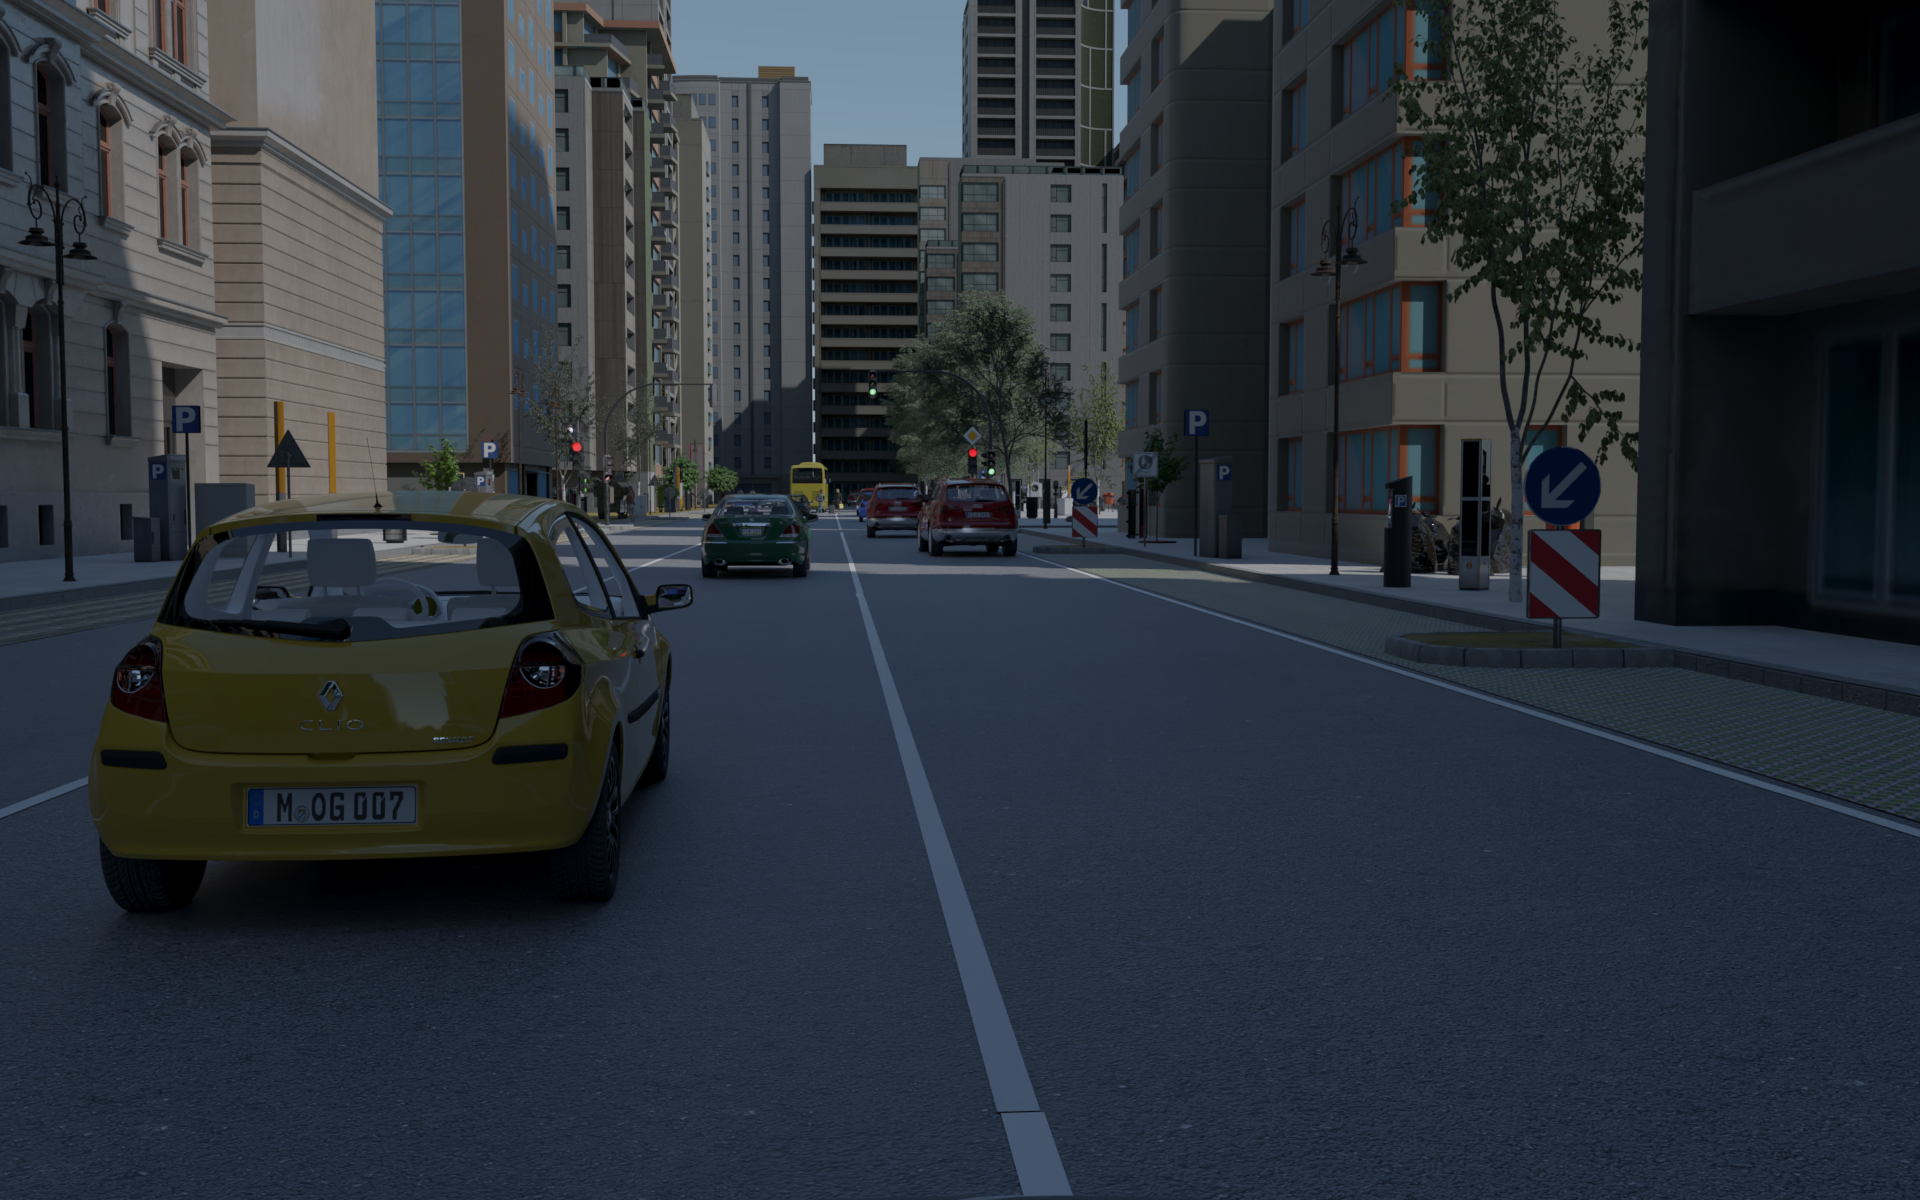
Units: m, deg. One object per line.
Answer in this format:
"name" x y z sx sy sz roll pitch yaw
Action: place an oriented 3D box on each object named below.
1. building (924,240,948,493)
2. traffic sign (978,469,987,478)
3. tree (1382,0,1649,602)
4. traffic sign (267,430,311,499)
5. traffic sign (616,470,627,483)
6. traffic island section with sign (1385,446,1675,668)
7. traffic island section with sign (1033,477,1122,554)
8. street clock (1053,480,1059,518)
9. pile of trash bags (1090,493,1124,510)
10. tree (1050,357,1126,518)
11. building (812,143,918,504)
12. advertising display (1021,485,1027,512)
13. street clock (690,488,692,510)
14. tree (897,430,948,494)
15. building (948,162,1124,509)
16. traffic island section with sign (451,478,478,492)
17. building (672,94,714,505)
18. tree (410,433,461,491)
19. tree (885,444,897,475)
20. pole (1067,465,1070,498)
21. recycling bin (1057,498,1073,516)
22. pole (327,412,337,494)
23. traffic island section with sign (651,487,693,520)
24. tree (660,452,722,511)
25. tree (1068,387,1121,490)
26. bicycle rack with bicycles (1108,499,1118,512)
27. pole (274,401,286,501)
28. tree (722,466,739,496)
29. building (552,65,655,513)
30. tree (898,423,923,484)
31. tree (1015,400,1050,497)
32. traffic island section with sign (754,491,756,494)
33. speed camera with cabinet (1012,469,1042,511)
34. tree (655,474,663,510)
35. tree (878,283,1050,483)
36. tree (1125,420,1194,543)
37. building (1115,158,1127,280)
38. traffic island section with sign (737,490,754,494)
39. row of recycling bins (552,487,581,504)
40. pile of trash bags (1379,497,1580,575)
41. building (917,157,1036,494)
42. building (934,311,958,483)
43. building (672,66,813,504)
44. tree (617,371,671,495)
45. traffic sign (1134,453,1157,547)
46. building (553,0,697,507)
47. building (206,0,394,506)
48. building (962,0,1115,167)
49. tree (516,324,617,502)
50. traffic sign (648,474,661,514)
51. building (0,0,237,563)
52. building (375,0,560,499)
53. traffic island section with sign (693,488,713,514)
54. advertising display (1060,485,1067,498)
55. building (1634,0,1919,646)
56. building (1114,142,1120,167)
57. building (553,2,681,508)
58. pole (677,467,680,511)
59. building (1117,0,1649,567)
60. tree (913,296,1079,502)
"building" 2.822 -26.105 198.513 14.160 30.474 14.107 0 4 -4
"traffic sign" 1.285 -5.422 88.760 0.768 2.556 0.104 0 4 -1
"tree" 6.670 -4.267 20.132 4.737 8.622 4.395 0 3 0
"traffic sign" -13.528 -2.136 34.920 0.884 2.594 0.081 0 4 0
"traffic sign" -18.529 -5.764 94.248 0.884 2.594 0.081 0 4 -4
"traffic island section with sign" 4.823 -0.396 15.100 1.989 1.847 2.006 0 4 -4
"traffic island section with sign" 2.803 -2.045 42.056 1.989 1.847 2.006 0 4 -4
"street clock" 5.085 -5.345 91.964 0.358 2.002 0.471 0 4 -7
"pile of trash bags" 10.481 -7.551 133.215 1.912 1.369 3.447 -3 5 -44
"tree" 7.370 -8.751 93.447 4.737 8.622 4.395 0 3 0
"building" -9.800 -37.870 242.872 21.600 48.544 21.300 0 4 -4
"advertising display" 4.494 -7.433 126.738 0.974 1.923 0.123 2 4 29
"street clock" -21.893 -8.292 140.144 0.358 2.002 0.471 -2 4 -29
"tree" -2.586 -11.879 144.589 4.360 8.622 3.978 0 3 0
"building" 6.673 -23.447 155.058 14.160 30.474 14.107 0 4 -4
"traffic island section with sign" -11.931 -2.013 41.545 1.989 1.847 2.006 0 4 -4
"building" -40.879 -35.649 206.568 21.600 48.544 21.300 0 4 -4
"tree" -16.155 -3.668 54.570 1.663 3.219 1.824 0 3 0
"tree" -7.411 -16.680 223.079 4.360 8.622 3.978 0 3 0
"pole" 7.703 -7.880 122.688 0.158 3.312 0.155 0 3 0
"recycling bin" 6.262 -5.530 102.964 0.722 1.027 0.722 -3 4 -37
"pole" -15.681 -3.024 43.278 0.158 3.312 0.155 0 3 0
"traffic island section with sign" -15.999 -5.324 95.669 1.989 1.847 2.006 0 4 -4
"tree" -21.627 -9.268 135.240 4.285 4.588 4.351 0 3 0
"tree" 9.327 -10.239 117.776 4.360 8.622 3.978 0 3 0
"bicycle rack with bicycles" 11.735 -6.726 123.344 2.852 0.926 2.925 1 4 14
"pole" -14.971 -2.710 38.148 0.158 3.312 0.155 0 3 0
"tree" -25.857 -12.288 184.619 4.285 4.588 4.351 0 3 0
"building" -29.096 -21.315 120.204 14.160 30.474 14.107 0 4 -4
"tree" -4.340 -13.269 167.305 4.737 8.622 4.395 0 3 0
"tree" 5.089 -10.626 124.091 4.737 8.622 4.395 0 3 0
"traffic island section with sign" -23.839 -11.696 199.861 1.989 1.847 2.006 0 4 -4
"speed camera with cabinet" 4.849 -8.225 128.806 2.038 3.252 0.660 -1 4 -16
"tree" -25.221 -9.051 142.587 1.663 3.219 1.824 0 3 0
"tree" 1.256 -12.217 106.398 9.857 13.997 8.962 0 3 0
"tree" 5.070 -3.114 45.516 1.663 3.219 1.824 0 3 0
"building" 33.789 -34.053 211.393 28.867 44.769 22.147 0 4 -4
"traffic island section with sign" -21.780 -10.017 172.397 1.989 1.847 2.006 0 4 -4
"row of recycling bins" -24.286 -5.997 105.167 3.534 1.692 1.069 3 5 39
"pile of trash bags" 8.422 -1.105 27.814 1.912 1.369 3.447 -3 5 -39
"building" 1.712 -32.394 213.240 14.154 41.232 14.086 0 4 -4
"building" 11.965 -20.361 177.949 27.650 21.520 28.899 0 4 -4
"building" -34.682 -42.772 241.315 28.212 58.520 21.231 0 4 -4
"tree" -19.385 -9.340 103.067 4.360 8.622 3.978 0 3 0
"traffic sign" 4.513 -2.452 42.228 0.606 2.300 0.079 0 4 5
"building" -38.674 -45.503 182.234 20.563 71.187 20.611 0 4 -4
"building" -28.702 -16.243 51.474 20.117 28.700 13.634 0 4 -4
"building" 11.203 -49.301 244.329 20.611 71.187 20.563 0 4 -4
"tree" -17.101 -7.604 74.680 4.360 8.622 3.978 0 3 0
"traffic sign" -19.953 -6.920 113.142 0.884 2.594 0.081 0 4 1
"building" -24.066 -14.946 31.757 14.401 28.519 23.554 0 4 -4
"building" -27.645 -26.501 83.399 14.600 45.320 14.200 0 4 -4
"traffic island section with sign" -18.024 -6.968 122.549 1.989 1.847 2.006 0 4 -4
"advertising display" 7.764 -7.524 128.226 0.123 1.923 0.974 3 5 42
"building" 18.276 -23.414 6.515 21.300 48.544 21.600 0 4 -4
"building" 35.529 -40.443 250.479 27.495 52.752 28.713 0 4 -4
"building" -37.499 -30.807 158.319 22.147 44.769 28.867 0 4 -4
"pole" -21.351 -8.404 131.245 0.158 3.312 0.155 0 3 0
"building" 20.241 -12.237 45.108 27.650 21.520 28.899 0 4 -4
"tree" 2.212 -9.005 81.647 7.601 10.594 8.767 3 4 38
